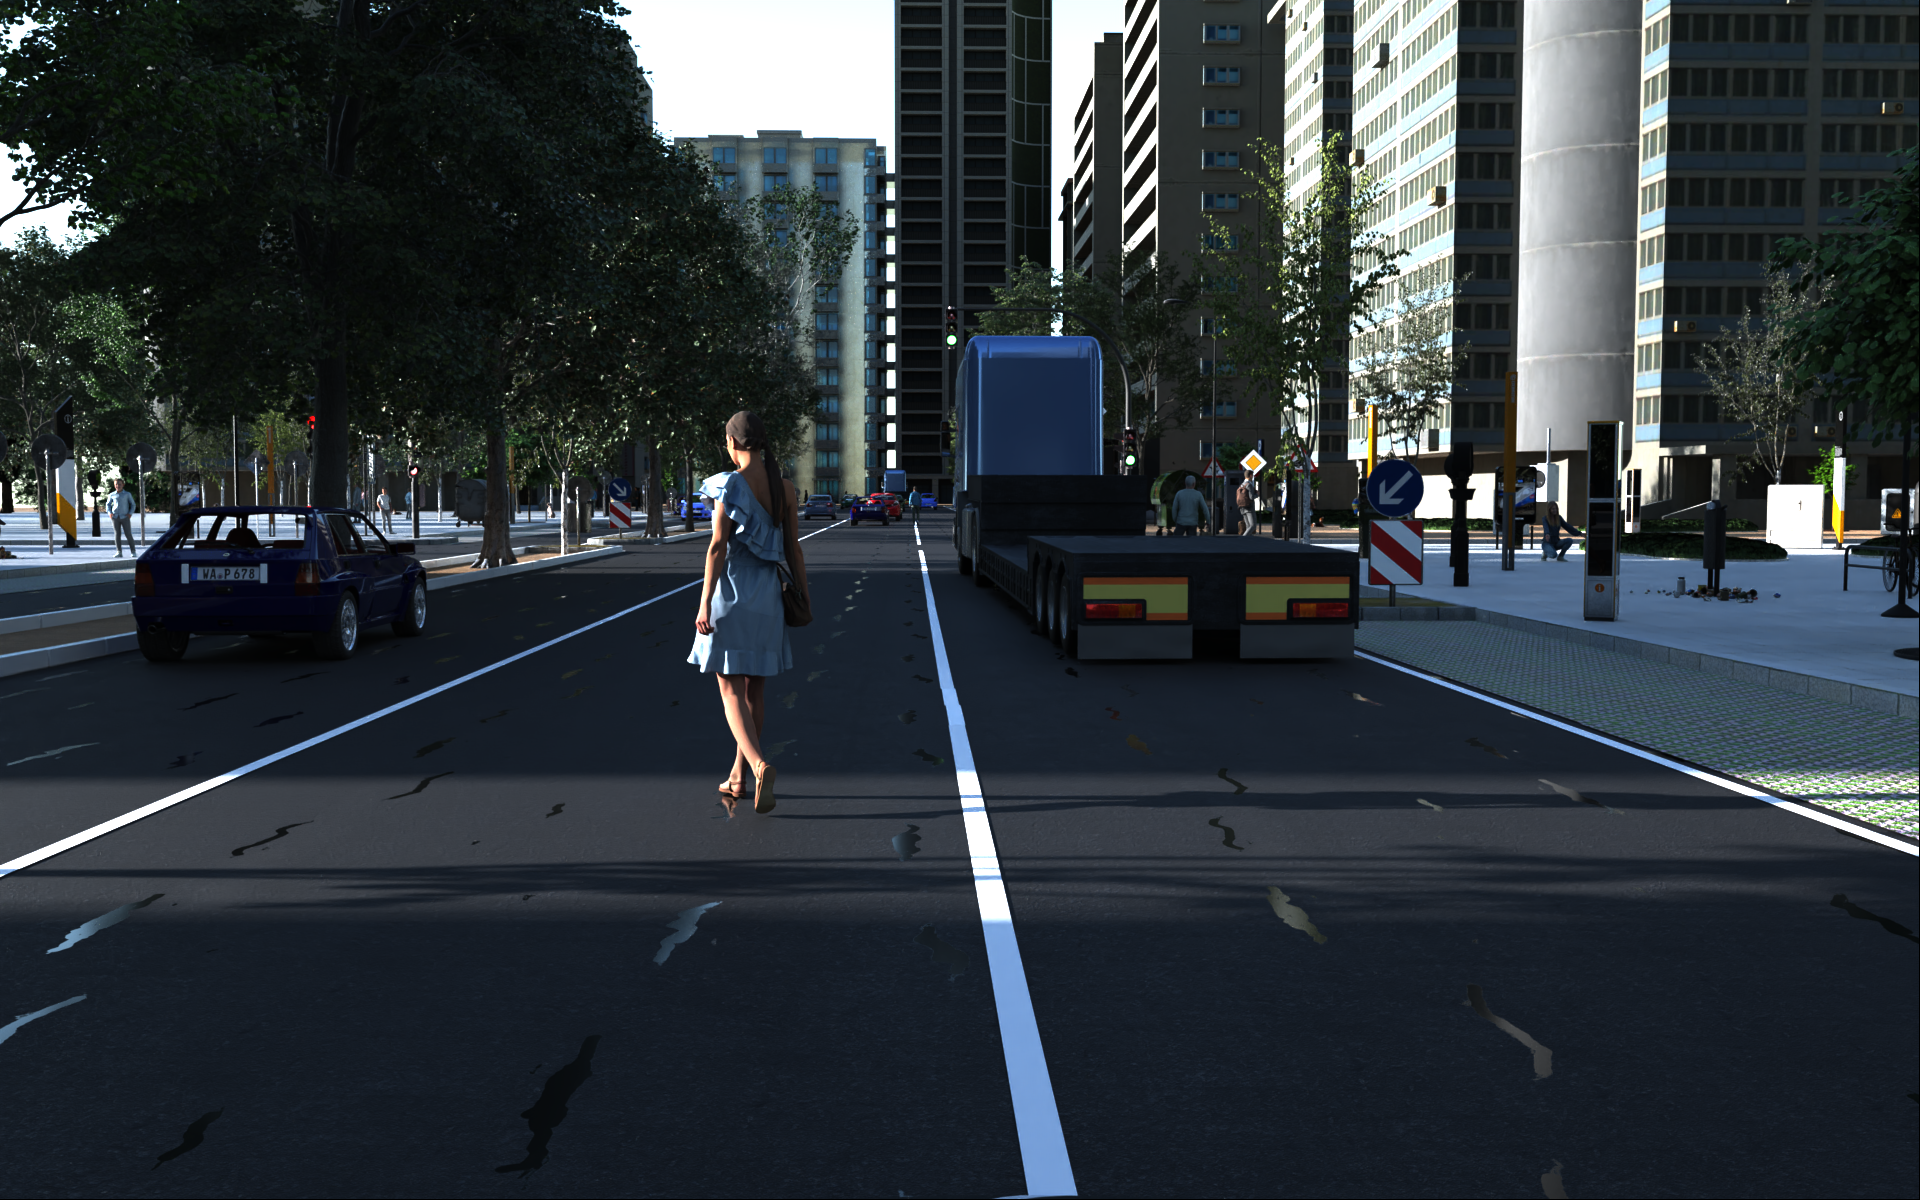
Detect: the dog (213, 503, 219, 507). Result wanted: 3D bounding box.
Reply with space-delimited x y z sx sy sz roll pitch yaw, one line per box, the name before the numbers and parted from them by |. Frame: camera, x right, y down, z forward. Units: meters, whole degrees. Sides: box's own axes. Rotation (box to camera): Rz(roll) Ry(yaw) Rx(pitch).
dog | -37.076 -4.438 86.943 0.800 0.831 0.513 3 5 41

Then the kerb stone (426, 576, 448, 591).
kerb stone | -7.942 -0.238 26.090 0.120 0.150 1.000 0 4 -2

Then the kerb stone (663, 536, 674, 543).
kerb stone | -8.683 -1.778 51.262 0.120 0.150 1.000 0 4 -2

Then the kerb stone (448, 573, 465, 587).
kerb stone | -7.974 -0.301 27.111 0.120 0.150 1.000 0 4 -2

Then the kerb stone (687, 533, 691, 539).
kerb stone | -8.799 -2.029 55.362 0.120 0.150 1.000 0 4 -2

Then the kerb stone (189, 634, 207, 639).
kerb stone | -7.696 0.263 17.900 0.120 0.150 1.000 0 4 -2

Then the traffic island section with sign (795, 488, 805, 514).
traffic island section with sign | -11.885 -7.145 124.955 2.006 1.907 1.989 0 4 -2

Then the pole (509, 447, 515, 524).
pole | -19.304 -4.941 74.621 0.158 3.312 0.155 0 3 0

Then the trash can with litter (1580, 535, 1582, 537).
trash can with litter | 19.529 -2.516 52.200 2.233 1.210 1.678 -3 4 -37

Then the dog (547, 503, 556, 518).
dog | -21.893 -4.781 92.555 0.513 0.831 0.800 0 4 -1

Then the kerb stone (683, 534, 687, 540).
kerb stone | -8.772 -1.966 54.340 0.120 0.150 1.000 0 4 -2

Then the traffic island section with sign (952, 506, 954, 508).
traffic island section with sign | 0.134 -10.435 179.240 1.989 1.847 2.006 0 4 -2

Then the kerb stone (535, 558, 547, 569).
kerb stone | -8.144 -0.675 33.250 0.120 0.150 1.000 0 4 -2

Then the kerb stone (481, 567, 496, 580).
kerb stone | -8.032 -0.421 29.154 0.120 0.150 1.000 0 4 -2

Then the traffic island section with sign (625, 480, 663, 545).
traffic island section with sign | -9.672 -2.551 49.849 2.006 1.907 1.989 0 4 -2

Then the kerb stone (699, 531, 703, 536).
kerb stone | -8.881 -2.216 58.434 0.120 0.150 1.000 0 4 -2

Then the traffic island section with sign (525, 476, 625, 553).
traffic island section with sign | -9.465 -2.098 42.445 2.006 1.907 1.989 0 4 -2

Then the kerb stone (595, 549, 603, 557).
kerb stone | -8.332 -1.046 39.392 0.120 0.150 1.000 0 4 -2

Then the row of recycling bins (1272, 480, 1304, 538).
row of recycling bins | 9.883 -2.738 51.881 1.069 1.692 3.534 1 4 9

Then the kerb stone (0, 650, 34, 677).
kerb stone | -7.575 0.514 13.797 0.120 0.150 1.000 0 4 -2

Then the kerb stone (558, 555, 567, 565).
kerb stone | -8.211 -0.801 35.296 0.120 0.150 1.000 0 4 -2

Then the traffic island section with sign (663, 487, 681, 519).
traffic island section with sign | -16.928 -5.693 101.709 1.989 1.847 2.006 0 4 -2

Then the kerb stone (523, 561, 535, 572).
kerb stone | -8.125 -0.612 32.228 0.120 0.150 1.000 0 4 -2

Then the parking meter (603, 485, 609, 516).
parking meter | -20.478 -5.781 100.235 0.255 1.863 0.399 -3 4 -39

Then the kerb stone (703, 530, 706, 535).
kerb stone | -8.919 -2.272 59.456 0.120 0.150 1.000 0 4 -2

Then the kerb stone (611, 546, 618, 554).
kerb stone | -8.386 -1.177 41.435 0.120 0.150 1.000 0 4 -2

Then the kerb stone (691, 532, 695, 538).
kerb stone | -8.833 -2.085 56.388 0.120 0.150 1.000 0 4 -2

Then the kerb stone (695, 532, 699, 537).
kerb stone | -8.856 -2.154 57.409 0.120 0.150 1.000 0 4 -2

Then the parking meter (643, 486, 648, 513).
parking meter | -20.814 -6.665 114.688 0.255 1.863 0.399 -2 4 -32

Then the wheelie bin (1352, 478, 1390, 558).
wheelie bin | 8.316 -1.633 34.604 0.980 1.594 0.693 1 4 17

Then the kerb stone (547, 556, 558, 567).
kerb stone | -8.178 -0.737 34.274 0.120 0.150 1.000 0 4 -2

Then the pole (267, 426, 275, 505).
pole | -20.634 -3.549 51.873 0.158 3.312 0.155 0 3 0

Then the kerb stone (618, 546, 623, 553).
kerb stone | -8.417 -1.239 42.458 0.120 0.150 1.000 0 4 -2

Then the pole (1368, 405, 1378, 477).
pole | 9.492 -2.815 39.875 0.158 3.312 0.155 0 3 0

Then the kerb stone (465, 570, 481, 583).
kerb stone | -8.002 -0.362 28.133 0.120 0.150 1.000 0 4 -2

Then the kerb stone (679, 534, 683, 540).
kerb stone | -8.741 -1.904 53.318 0.120 0.150 1.000 0 4 -2

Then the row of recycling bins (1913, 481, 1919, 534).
row of recycling bins | 24.305 -2.092 41.323 3.534 1.692 1.069 -1 4 -15

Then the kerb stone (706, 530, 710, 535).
kerb stone | -8.944 -2.342 60.485 0.120 0.150 1.000 0 4 -2

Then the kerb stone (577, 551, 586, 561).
kerb stone | -8.269 -0.926 37.342 0.120 0.150 1.000 0 4 -2

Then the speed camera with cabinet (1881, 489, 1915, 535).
speed camera with cabinet | 29.733 -3.627 53.629 2.038 3.252 0.660 2 4 34

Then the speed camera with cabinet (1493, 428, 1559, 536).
speed camera with cabinet | 17.196 -3.567 52.658 0.660 3.252 2.038 -2 4 -31

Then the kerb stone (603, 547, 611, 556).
kerb stone | -8.360 -1.109 40.413 0.120 0.150 1.000 0 4 -2

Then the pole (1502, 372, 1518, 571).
pole | 9.198 -2.149 28.974 0.158 3.312 0.155 0 3 0

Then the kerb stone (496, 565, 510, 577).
kerb stone | -8.062 -0.488 30.176 0.120 0.150 1.000 0 4 -2

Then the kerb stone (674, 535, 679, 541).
kerb stone | -8.703 -1.841 52.292 0.120 0.150 1.000 0 4 -2

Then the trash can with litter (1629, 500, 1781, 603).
trash can with litter | 9.302 -0.637 21.470 1.678 1.210 2.233 1 4 15

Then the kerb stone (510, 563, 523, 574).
kerb stone | -8.092 -0.551 31.205 0.120 0.150 1.000 0 4 -2

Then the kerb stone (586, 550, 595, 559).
kerb stone | -8.303 -0.989 38.365 0.120 0.150 1.000 0 4 -2

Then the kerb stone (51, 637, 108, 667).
kerb stone | -7.607 0.454 14.829 0.120 0.150 1.000 0 4 -2

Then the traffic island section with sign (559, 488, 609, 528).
traffic island section with sign | -16.121 -4.036 74.619 1.989 1.847 2.006 0 4 -2

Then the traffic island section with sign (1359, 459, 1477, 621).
traffic island section with sign | 4.800 -0.719 20.390 1.989 1.847 2.006 0 4 -2

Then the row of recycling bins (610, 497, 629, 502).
row of recycling bins | -21.861 -6.381 111.448 1.069 1.692 3.534 -1 4 -17

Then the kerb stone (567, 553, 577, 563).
kerb stone | -8.242 -0.864 36.320 0.120 0.150 1.000 0 4 -2

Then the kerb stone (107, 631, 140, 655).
kerb stone | -7.637 0.390 15.857 0.120 0.150 1.000 0 4 -2
